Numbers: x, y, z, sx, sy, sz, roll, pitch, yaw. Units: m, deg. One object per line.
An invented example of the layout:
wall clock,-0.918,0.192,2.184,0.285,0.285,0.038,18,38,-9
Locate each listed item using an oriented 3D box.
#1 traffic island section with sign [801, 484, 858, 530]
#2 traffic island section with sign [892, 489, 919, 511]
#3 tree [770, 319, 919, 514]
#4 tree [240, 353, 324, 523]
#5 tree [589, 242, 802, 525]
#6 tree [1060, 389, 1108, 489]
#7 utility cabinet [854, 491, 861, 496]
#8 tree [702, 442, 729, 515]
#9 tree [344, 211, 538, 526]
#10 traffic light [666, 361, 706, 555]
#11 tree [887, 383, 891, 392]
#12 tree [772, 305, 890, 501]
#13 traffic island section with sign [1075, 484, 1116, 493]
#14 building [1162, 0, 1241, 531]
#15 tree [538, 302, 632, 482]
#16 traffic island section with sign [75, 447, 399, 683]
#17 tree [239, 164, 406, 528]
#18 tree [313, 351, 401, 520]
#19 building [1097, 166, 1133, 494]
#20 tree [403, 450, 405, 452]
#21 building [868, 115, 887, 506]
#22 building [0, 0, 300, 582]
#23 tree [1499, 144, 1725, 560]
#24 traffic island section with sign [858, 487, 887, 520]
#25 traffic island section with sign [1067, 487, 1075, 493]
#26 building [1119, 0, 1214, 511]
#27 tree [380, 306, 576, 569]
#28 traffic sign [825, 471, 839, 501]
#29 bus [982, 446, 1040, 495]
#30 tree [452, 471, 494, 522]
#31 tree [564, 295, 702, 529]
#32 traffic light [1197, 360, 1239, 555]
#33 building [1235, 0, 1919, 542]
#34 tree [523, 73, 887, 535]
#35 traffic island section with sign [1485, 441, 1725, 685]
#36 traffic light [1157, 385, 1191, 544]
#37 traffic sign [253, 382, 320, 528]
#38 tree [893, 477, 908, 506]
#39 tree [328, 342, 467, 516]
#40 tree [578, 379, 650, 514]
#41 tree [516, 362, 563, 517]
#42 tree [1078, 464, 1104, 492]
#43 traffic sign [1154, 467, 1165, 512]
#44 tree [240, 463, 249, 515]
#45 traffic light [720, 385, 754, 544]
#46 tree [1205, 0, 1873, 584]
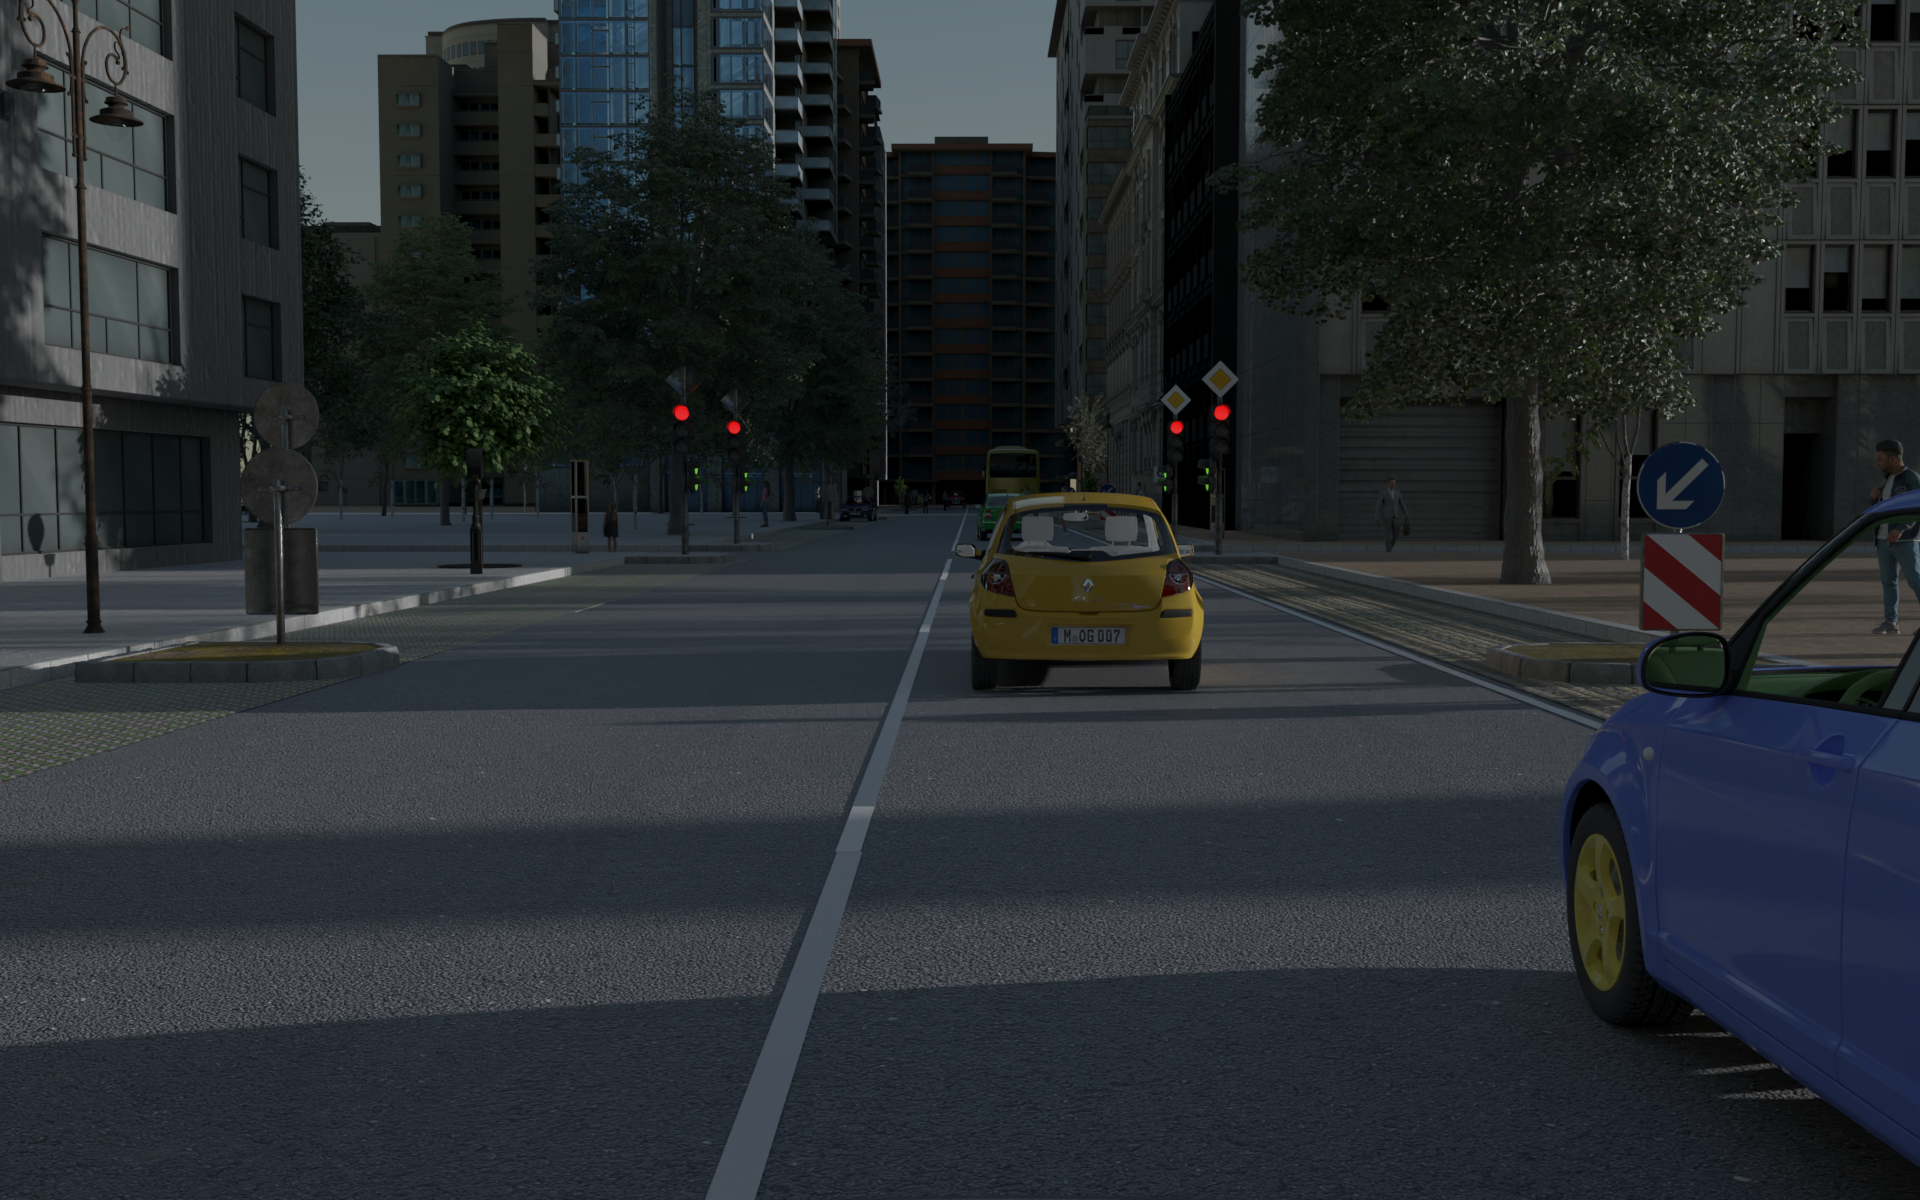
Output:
traffic island section with sign,-5.268,-3.713,69.332,1.989,1.847,2.006,0,4,0
traffic island section with sign,-4.693,-8.432,146.485,1.989,1.847,2.006,0,4,0
tree,-7.927,-12.482,114.457,12.009,13.543,11.850,0,3,0
tree,-32.155,-9.316,78.077,9.928,11.665,9.643,0,3,0
tree,-11.651,-8.884,71.005,9.928,11.665,9.643,0,3,0
tree,9.136,-10.526,122.455,4.360,8.622,3.978,0,3,0
utility cabinet,-6.992,-6.685,117.985,0.318,1.500,1.173,-1,4,-14
tree,-15.522,-9.400,104.048,4.360,8.622,3.978,0,3,0
tree,-21.405,-9.303,70.230,7.486,12.596,7.792,0,3,0
traffic light,-5.808,-2.917,36.612,0.839,4.253,0.868,0,4,0
tree,-8.193,-10.707,81.711,9.857,13.997,8.962,0,3,0
tree,-7.606,-11.311,103.055,7.486,12.596,7.792,0,3,0
traffic island section with sign,5.740,-3.707,69.240,1.989,1.847,2.006,0,4,0
building,14.998,-14.561,67.755,12.332,23.373,15.834,0,4,0
tree,-23.345,-11.308,103.006,7.486,12.596,7.792,0,3,0
traffic island section with sign,-5.692,-0.329,14.008,1.989,1.847,2.006,0,4,0
tree,-23.491,-8.645,58.359,9.611,12.733,9.660,0,3,0
tree,-31.127,-8.313,86.274,4.360,8.622,3.978,0,3,0
building,14.874,-17.179,109.762,11.050,23.489,19.941,0,4,0
tree,-31.093,-8.784,93.979,4.360,8.622,3.978,0,3,0
building,-15.019,-30.790,187.016,14.086,41.232,14.154,0,4,0
building,-19.963,-15.779,29.690,14.107,30.474,14.160,0,4,0
tree,12.864,-5.094,33.646,4.737,8.622,4.395,0,3,0
traffic island section with sign,-5.067,-5.384,96.664,1.989,1.847,2.006,0,4,0
traffic island section with sign,5.954,-5.356,96.194,1.989,1.847,2.006,0,4,0
building,15.839,-18.358,87.550,14.401,28.519,23.554,0,4,0
tree,-8.532,-2.852,30.342,4.285,4.588,4.351,0,3,0
traffic sign,-7.079,-5.840,95.588,0.768,2.556,0.104,0,4,4
bus,2.582,-5.902,88.039,2.896,3.916,12.252,0,4,1
tree,-23.725,-8.354,86.955,4.737,8.622,4.395,0,3,0
tree,-11.969,-6.937,63.778,4.360,8.622,3.978,0,3,0
traffic light,5.453,-2.913,36.543,0.839,4.253,0.868,0,4,0
building,19.174,-14.283,51.541,19.932,24.808,12.078,0,4,0
tree,-8.912,-9.043,54.507,9.857,13.997,8.962,0,3,0
traffic island section with sign,5.340,-0.320,13.853,1.989,1.847,2.006,0,4,0
traffic light,5.513,-3.401,44.528,0.839,4.253,0.868,0,4,0
traffic sign,-7.654,-1.197,19.684,0.768,2.556,0.104,0,4,3
tree,-6.594,-12.128,192.892,1.663,3.219,1.824,0,3,0
tree,-33.383,-10.187,100.962,7.601,10.594,8.767,0,4,8
tree,-16.395,-8.077,82.427,4.737,8.622,4.395,0,3,0
tree,-23.626,-8.892,95.738,4.360,8.622,3.978,0,3,0
tree,8.023,-7.020,109.384,1.663,3.219,1.824,0,3,0
traffic sign,7.424,-3.773,63.814,0.606,2.300,0.079,1,4,9
tree,-47.953,-12.206,101.388,13.155,14.587,18.604,-1,4,-19
traffic light,-5.748,-3.405,44.597,0.839,4.253,0.868,0,4,0
tree,8.078,-7.201,24.394,9.857,13.997,8.962,0,3,0
